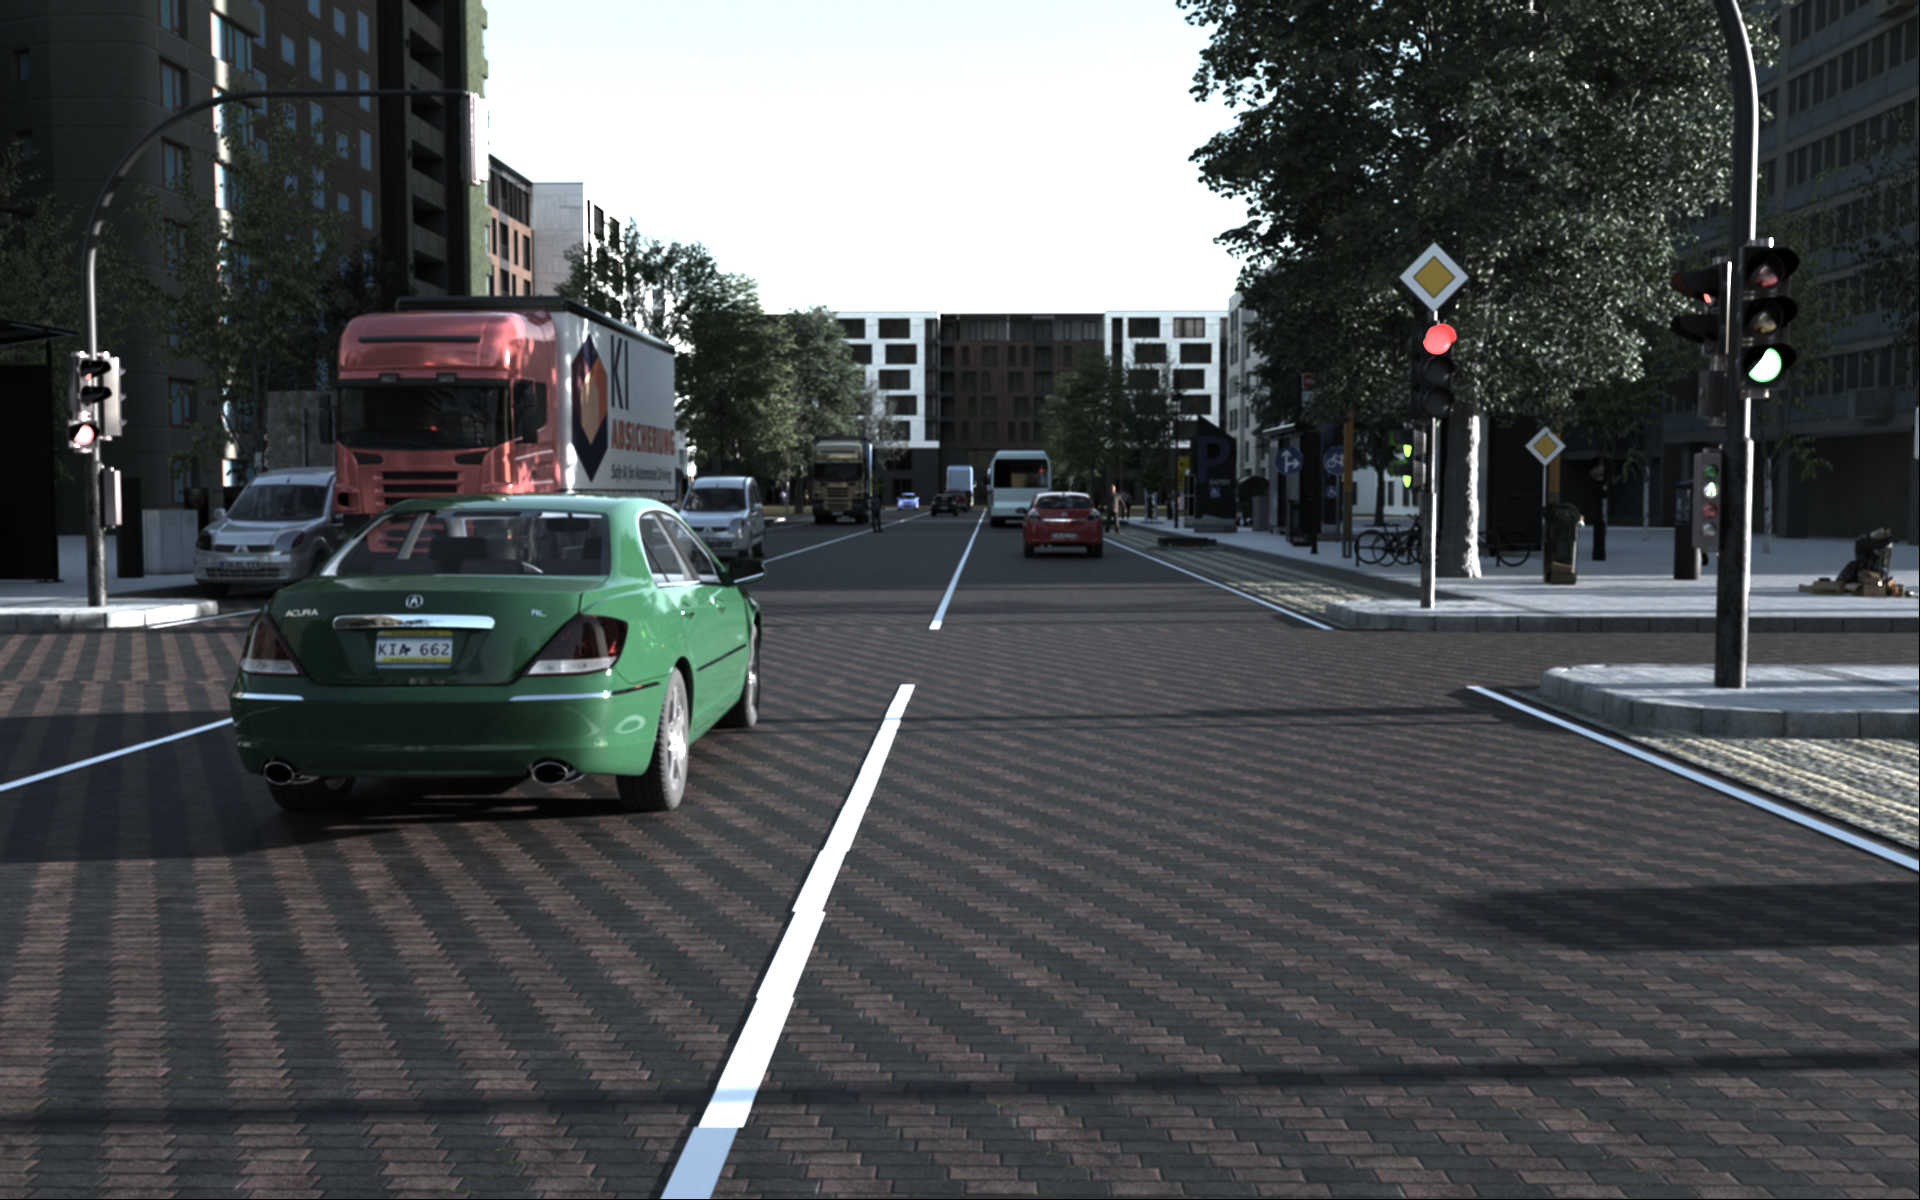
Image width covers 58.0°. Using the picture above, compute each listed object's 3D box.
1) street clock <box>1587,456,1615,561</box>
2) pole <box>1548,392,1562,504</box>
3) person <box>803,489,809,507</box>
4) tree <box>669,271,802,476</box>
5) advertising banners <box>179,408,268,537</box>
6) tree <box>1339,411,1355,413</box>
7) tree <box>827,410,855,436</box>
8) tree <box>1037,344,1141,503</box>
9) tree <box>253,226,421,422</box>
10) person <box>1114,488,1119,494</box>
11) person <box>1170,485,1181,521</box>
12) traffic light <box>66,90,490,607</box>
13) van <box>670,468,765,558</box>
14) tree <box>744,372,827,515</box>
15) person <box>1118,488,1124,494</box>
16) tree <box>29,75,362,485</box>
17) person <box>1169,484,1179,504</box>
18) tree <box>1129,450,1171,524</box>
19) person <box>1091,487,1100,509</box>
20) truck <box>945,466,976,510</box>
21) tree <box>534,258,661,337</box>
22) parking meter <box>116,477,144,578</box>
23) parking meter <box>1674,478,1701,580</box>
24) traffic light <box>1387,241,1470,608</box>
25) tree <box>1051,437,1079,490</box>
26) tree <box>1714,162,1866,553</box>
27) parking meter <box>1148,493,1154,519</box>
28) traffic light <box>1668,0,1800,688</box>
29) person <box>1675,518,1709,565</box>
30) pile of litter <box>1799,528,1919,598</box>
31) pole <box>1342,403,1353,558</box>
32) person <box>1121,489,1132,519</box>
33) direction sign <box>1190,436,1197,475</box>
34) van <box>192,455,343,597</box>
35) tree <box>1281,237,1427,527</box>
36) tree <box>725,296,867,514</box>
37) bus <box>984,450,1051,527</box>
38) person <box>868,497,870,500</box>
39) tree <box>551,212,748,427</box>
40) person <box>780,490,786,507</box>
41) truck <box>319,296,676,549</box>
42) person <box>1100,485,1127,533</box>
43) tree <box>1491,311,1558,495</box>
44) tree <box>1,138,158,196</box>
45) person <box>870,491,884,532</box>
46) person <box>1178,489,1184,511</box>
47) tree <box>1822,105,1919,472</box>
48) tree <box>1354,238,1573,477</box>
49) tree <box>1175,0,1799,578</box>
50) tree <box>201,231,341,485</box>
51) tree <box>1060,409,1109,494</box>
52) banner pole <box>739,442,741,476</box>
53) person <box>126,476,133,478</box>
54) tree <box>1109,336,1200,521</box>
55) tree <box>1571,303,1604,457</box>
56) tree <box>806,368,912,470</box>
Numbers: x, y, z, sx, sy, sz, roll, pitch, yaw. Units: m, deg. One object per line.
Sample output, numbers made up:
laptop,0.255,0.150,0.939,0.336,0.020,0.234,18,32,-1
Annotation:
street clock,12.337,-1.762,33.385,0.471,2.002,0.358,3,5,42
pole,11.617,-2.447,33.852,0.158,3.312,0.155,0,3,0
person,-15.259,-10.109,171.426,0.705,1.812,1.348,-2,4,-29
tree,-11.871,-10.433,88.703,7.486,12.596,7.792,0,3,0
advertising banners,-14.703,-2.379,35.084,2.074,3.025,0.090,-3,4,-36
tree,19.167,-8.616,91.242,4.737,8.622,4.395,0,3,0
tree,-9.836,-11.610,140.179,4.360,8.622,3.978,0,3,0
tree,10.385,-13.065,131.746,7.486,12.596,7.792,0,3,0
tree,-20.876,-7.682,60.021,7.601,10.594,8.767,0,4,6
person,9.394,-6.045,105.552,0.551,1.740,0.621,-1,4,-12
person,10.365,-4.701,83.630,0.376,1.734,0.841,3,4,38
traffic light,-7.753,-2.753,19.682,4.771,5.953,1.251,0,4,1
van,-5.292,-1.909,38.219,2.013,2.044,4.112,0,4,0
tree,-10.603,-9.385,103.803,4.360,8.622,3.978,0,3,0
person,12.965,-8.118,139.300,0.617,1.759,0.750,0,4,8
tree,-12.515,-4.882,30.186,4.737,8.622,4.395,0,3,0
person,11.653,-5.381,94.157,0.598,1.807,0.434,-1,4,-18
tree,8.491,-4.957,75.645,1.663,3.219,1.824,0,3,0
person,9.495,-7.019,120.946,0.705,1.807,1.348,2,4,31
truck,-0.199,-10.315,158.402,2.967,4.110,18.799,0,4,2
tree,-11.554,-6.411,55.186,4.737,8.622,4.395,0,3,0
parking meter,-12.740,-1.110,26.564,0.372,1.533,0.369,0,3,0
parking meter,10.935,-1.076,25.998,0.372,1.533,0.369,0,3,0
traffic light,5.253,-1.865,19.421,0.839,4.253,0.868,0,4,1
tree,10.485,-13.395,169.377,4.360,8.622,3.978,0,3,0
tree,17.284,-5.305,37.098,4.737,8.622,4.395,0,3,0
parking meter,10.036,-5.053,91.021,0.372,1.533,0.369,0,3,0
traffic light,3.011,-2.243,11.335,4.771,5.953,1.251,0,4,1
person,13.192,-1.381,31.312,0.574,1.496,0.600,1,4,10
pile of litter,11.468,-0.497,22.095,1.176,0.858,1.719,0,4,3
pole,7.795,-2.505,34.796,0.158,3.312,0.155,0,3,0
person,8.543,-4.933,88.916,0.614,1.554,0.590,-1,4,-9
direction sign,9.229,-4.659,68.167,0.379,3.537,0.876,-1,4,-15
van,-9.651,-1.122,25.350,2.013,2.044,4.112,0,4,2
tree,16.493,-8.699,67.979,9.928,11.665,9.643,0,3,0
tree,-10.559,-12.624,113.050,9.857,13.997,8.962,0,3,0
bus,2.606,-5.178,79.527,2.948,3.499,13.247,0,4,0
person,-6.198,-6.197,109.830,1.348,1.823,0.705,-2,4,-33
tree,-11.793,-8.526,65.160,9.928,11.665,9.643,0,3,0
person,-17.913,-10.223,175.520,0.709,1.838,0.599,0,4,4
truck,-6.702,-2.321,26.855,2.839,4.237,11.283,0,4,2
person,5.540,-3.276,62.613,0.990,1.755,0.434,0,4,3
tree,19.359,-6.745,60.646,4.360,8.622,3.978,0,3,0
tree,-19.804,-5.212,35.573,4.737,8.622,4.395,0,3,0
person,-3.146,-3.328,65.126,0.499,1.552,0.429,-1,4,-12
person,16.245,-7.370,127.206,0.621,1.740,0.551,1,4,17
tree,17.398,-4.899,30.462,4.360,8.622,3.978,0,3,0
tree,13.266,-5.860,46.169,4.737,8.622,4.395,0,3,0
tree,7.693,-7.329,26.483,9.857,13.997,8.962,0,3,0
tree,-19.688,-6.057,49.395,4.360,8.622,3.978,0,3,0
tree,10.259,-11.731,142.164,4.737,8.622,4.395,0,3,0
banner pole,-10.446,-5.648,82.354,0.401,3.779,0.863,0,4,-7
person,-16.251,-1.620,33.999,0.593,1.643,0.415,2,4,27
tree,8.762,-7.965,80.590,4.360,8.622,3.978,0,3,0
tree,18.551,-5.927,47.263,4.737,8.622,4.395,0,3,0
tree,-9.938,-15.622,165.788,12.009,13.543,11.850,0,3,0
